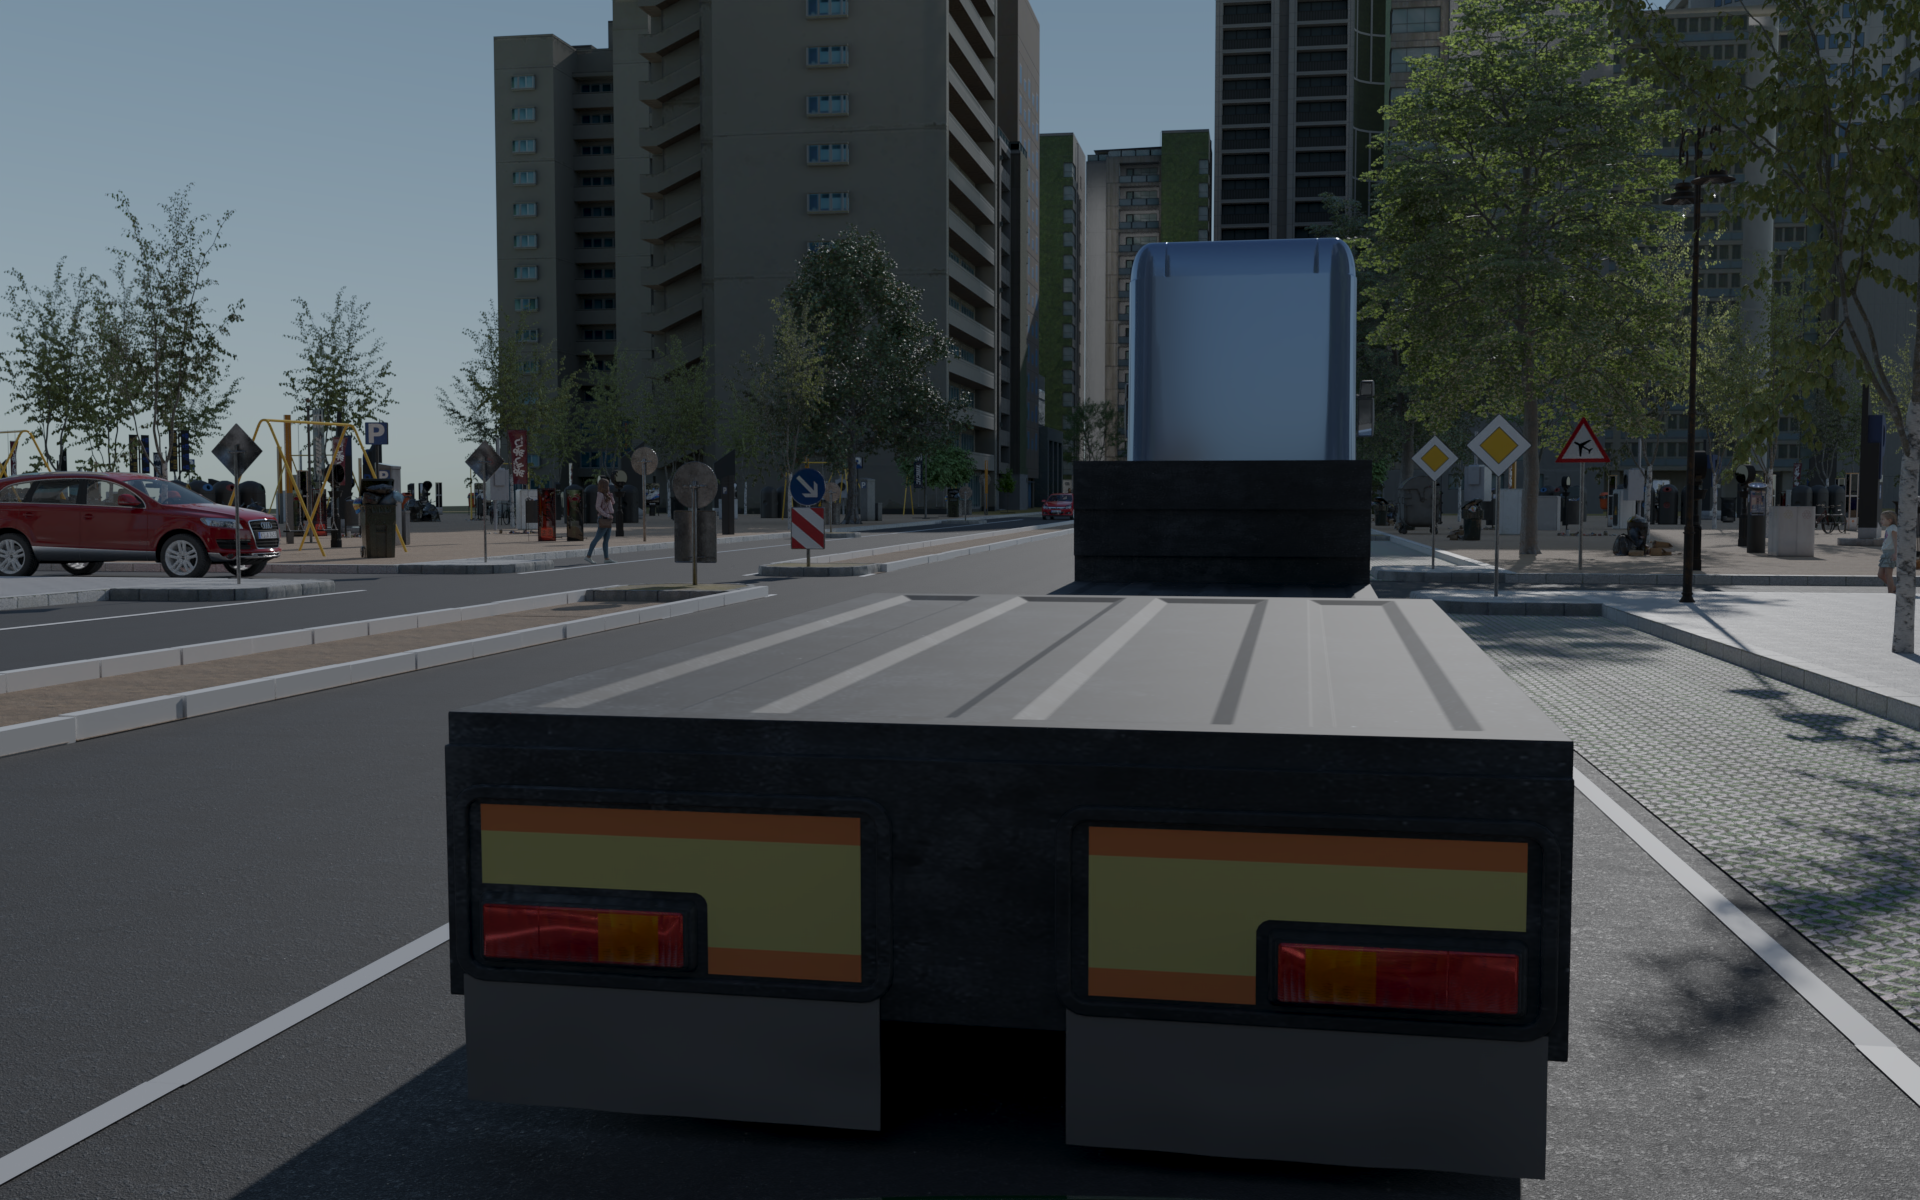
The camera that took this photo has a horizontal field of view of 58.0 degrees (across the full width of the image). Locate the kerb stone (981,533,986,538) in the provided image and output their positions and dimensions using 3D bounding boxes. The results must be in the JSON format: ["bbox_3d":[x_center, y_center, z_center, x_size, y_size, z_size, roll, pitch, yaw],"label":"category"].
[{"bbox_3d":[0.621,-2.061,55.895,0.120,0.150,1.000,1,4,10],"label":"kerb stone"}]

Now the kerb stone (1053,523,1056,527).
[{"bbox_3d":[3.932,-3.234,75.073,0.120,0.150,1.000,1,4,10],"label":"kerb stone"}]

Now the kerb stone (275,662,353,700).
[{"bbox_3d":[-4.731,0.590,12.550,0.120,0.150,1.000,1,4,10],"label":"kerb stone"}]

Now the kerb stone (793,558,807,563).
[{"bbox_3d":[-3.215,-0.701,33.653,0.120,0.150,1.000,1,4,10],"label":"kerb stone"}]

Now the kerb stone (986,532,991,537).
[{"bbox_3d":[0.795,-2.123,56.904,0.120,0.150,1.000,1,4,10],"label":"kerb stone"}]

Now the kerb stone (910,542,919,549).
[{"bbox_3d":[-1.293,-1.381,44.771,0.120,0.150,1.000,1,4,10],"label":"kerb stone"}]

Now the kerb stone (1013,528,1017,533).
[{"bbox_3d":[1.841,-2.491,62.954,0.120,0.150,1.000,1,4,10],"label":"kerb stone"}]

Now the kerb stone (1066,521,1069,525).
[{"bbox_3d":[4.814,-3.541,80.136,0.120,0.150,1.000,1,4,10],"label":"kerb stone"}]

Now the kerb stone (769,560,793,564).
[{"bbox_3d":[-3.394,-0.636,32.644,0.120,0.150,1.000,1,4,10],"label":"kerb stone"}]

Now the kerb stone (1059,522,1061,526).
[{"bbox_3d":[4.286,-3.358,77.093,0.120,0.150,1.000,1,4,10],"label":"kerb stone"}]

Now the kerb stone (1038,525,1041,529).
[{"bbox_3d":[3.057,-2.924,70.023,0.120,0.150,1.000,1,4,10],"label":"kerb stone"}]

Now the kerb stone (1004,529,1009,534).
[{"bbox_3d":[1.496,-2.369,60.936,0.120,0.150,1.000,1,4,10],"label":"kerb stone"}]

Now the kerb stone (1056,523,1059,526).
[{"bbox_3d":[4.109,-3.296,76.080,0.120,0.150,1.000,1,4,10],"label":"kerb stone"}]

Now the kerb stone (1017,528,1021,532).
[{"bbox_3d":[2.016,-2.555,63.963,0.120,0.150,1.000,1,4,10],"label":"kerb stone"}]

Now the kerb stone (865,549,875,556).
[{"bbox_3d":[-2.172,-1.072,39.716,0.120,0.150,1.000,1,4,10],"label":"kerb stone"}]

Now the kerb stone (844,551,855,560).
[{"bbox_3d":[-2.519,-0.941,37.694,0.120,0.150,1.000,1,4,10],"label":"kerb stone"}]

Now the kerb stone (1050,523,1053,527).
[{"bbox_3d":[3.761,-3.167,74.061,0.120,0.150,1.000,1,4,10],"label":"kerb stone"}]

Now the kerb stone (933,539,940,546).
[{"bbox_3d":[-0.766,-1.566,47.800,0.120,0.150,1.000,1,4,10],"label":"kerb stone"}]

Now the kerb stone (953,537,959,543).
[{"bbox_3d":[-0.252,-1.752,50.834,0.120,0.150,1.000,1,4,10],"label":"kerb stone"}]

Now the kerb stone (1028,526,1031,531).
[{"bbox_3d":[2.542,-2.740,66.994,0.120,0.150,1.000,1,4,10],"label":"kerb stone"}]

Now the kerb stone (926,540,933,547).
[{"bbox_3d":[-0.949,-1.504,46.789,0.120,0.150,1.000,1,4,10],"label":"kerb stone"}]

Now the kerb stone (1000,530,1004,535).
[{"bbox_3d":[1.318,-2.305,59.929,0.120,0.150,1.000,1,4,10],"label":"kerb stone"}]

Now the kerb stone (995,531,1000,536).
[{"bbox_3d":[1.149,-2.246,58.917,0.120,0.150,1.000,1,4,10],"label":"kerb stone"}]

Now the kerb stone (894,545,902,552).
[{"bbox_3d":[-1.651,-1.255,42.742,0.120,0.150,1.000,1,4,10],"label":"kerb stone"}]

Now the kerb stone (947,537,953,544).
[{"bbox_3d":[-0.420,-1.689,49.823,0.120,0.150,1.000,1,4,10],"label":"kerb stone"}]

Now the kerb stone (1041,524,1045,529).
[{"bbox_3d":[3.243,-2.987,71.028,0.120,0.150,1.000,1,4,10],"label":"kerb stone"}]

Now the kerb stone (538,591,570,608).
[{"bbox_3d":[-5.243,0.013,21.990,0.120,0.150,1.000,1,4,10],"label":"kerb stone"}]

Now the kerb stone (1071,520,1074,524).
[{"bbox_3d":[5.153,-3.667,82.158,0.120,0.150,1.000,1,4,10],"label":"kerb stone"}]

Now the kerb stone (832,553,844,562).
[{"bbox_3d":[-2.688,-0.886,36.685,0.120,0.150,1.000,1,4,10],"label":"kerb stone"}]

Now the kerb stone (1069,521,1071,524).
[{"bbox_3d":[4.991,-3.606,81.149,0.120,0.150,1.000,1,4,10],"label":"kerb stone"}]

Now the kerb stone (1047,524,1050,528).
[{"bbox_3d":[3.580,-3.103,73.046,0.120,0.150,1.000,1,4,10],"label":"kerb stone"}]

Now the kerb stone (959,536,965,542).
[{"bbox_3d":[-0.080,-1.813,51.842,0.120,0.150,1.000,1,4,10],"label":"kerb stone"}]

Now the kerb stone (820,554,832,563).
[{"bbox_3d":[-2.869,-0.824,35.672,0.120,0.150,1.000,1,4,10],"label":"kerb stone"}]

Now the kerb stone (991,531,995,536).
[{"bbox_3d":[0.965,-2.184,57.912,0.120,0.150,1.000,1,4,10],"label":"kerb stone"}]

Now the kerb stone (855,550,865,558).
[{"bbox_3d":[-2.345,-1.010,38.701,0.120,0.150,1.000,1,4,10],"label":"kerb stone"}]

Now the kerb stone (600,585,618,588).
[{"bbox_3d":[-4.878,-0.106,24.006,0.120,0.150,1.000,1,4,10],"label":"kerb stone"}]

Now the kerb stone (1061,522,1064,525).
[{"bbox_3d":[4.454,-3.412,78.107,0.120,0.150,1.000,1,4,10],"label":"kerb stone"}]

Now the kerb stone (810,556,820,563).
[{"bbox_3d":[-3.044,-0.763,34.665,0.120,0.150,1.000,1,4,10],"label":"kerb stone"}]

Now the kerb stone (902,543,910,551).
[{"bbox_3d":[-1.473,-1.318,43.751,0.120,0.150,1.000,1,4,10],"label":"kerb stone"}]

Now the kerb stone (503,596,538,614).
[{"bbox_3d":[-5.412,0.074,20.982,0.120,0.150,1.000,1,4,10],"label":"kerb stone"}]

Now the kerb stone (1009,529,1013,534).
[{"bbox_3d":[1.668,-2.431,61.944,0.120,0.150,1.000,1,4,10],"label":"kerb stone"}]

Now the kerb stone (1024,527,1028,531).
[{"bbox_3d":[2.371,-2.673,65.977,0.120,0.150,1.000,1,4,10],"label":"kerb stone"}]

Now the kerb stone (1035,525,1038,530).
[{"bbox_3d":[2.887,-2.864,69.015,0.120,0.150,1.000,1,4,10],"label":"kerb stone"}]

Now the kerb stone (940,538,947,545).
[{"bbox_3d":[-0.597,-1.628,48.808,0.120,0.150,1.000,1,4,10],"label":"kerb stone"}]

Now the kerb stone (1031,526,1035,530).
[{"bbox_3d":[2.718,-2.797,68.007,0.120,0.150,1.000,1,4,10],"label":"kerb stone"}]

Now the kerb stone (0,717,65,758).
[{"bbox_3d":[-5.250,0.781,9.515,0.120,0.150,1.000,1,4,10],"label":"kerb stone"}]

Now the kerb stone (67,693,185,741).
[{"bbox_3d":[-5.089,0.713,10.534,0.120,0.150,1.000,1,4,10],"label":"kerb stone"}]

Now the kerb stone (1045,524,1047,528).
[{"bbox_3d":[3.409,-3.047,72.038,0.120,0.150,1.000,1,4,10],"label":"kerb stone"}]

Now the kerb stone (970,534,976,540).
[{"bbox_3d":[0.274,-1.937,53.869,0.120,0.150,1.000,1,4,10],"label":"kerb stone"}]

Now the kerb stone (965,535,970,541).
[{"bbox_3d":[0.095,-1.872,52.863,0.120,0.150,1.000,1,4,10],"label":"kerb stone"}]

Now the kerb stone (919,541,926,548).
[{"bbox_3d":[-1.131,-1.438,45.783,0.120,0.150,1.000,1,4,10],"label":"kerb stone"}]

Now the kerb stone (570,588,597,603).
[{"bbox_3d":[-5.063,-0.049,22.996,0.120,0.150,1.000,1,4,10],"label":"kerb stone"}]

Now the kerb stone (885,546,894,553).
[{"bbox_3d":[-1.824,-1.194,41.731,0.120,0.150,1.000,1,4,10],"label":"kerb stone"}]

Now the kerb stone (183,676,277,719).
[{"bbox_3d":[-4.901,0.652,11.539,0.120,0.150,1.000,1,4,10],"label":"kerb stone"}]

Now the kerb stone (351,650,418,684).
[{"bbox_3d":[-4.560,0.532,13.557,0.120,0.150,1.000,1,4,10],"label":"kerb stone"}]

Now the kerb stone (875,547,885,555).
[{"bbox_3d":[-1.988,-1.130,40.721,0.120,0.150,1.000,1,4,10],"label":"kerb stone"}]

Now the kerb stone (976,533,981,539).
[{"bbox_3d":[0.449,-1.998,54.880,0.120,0.150,1.000,1,4,10],"label":"kerb stone"}]

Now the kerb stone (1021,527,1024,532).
[{"bbox_3d":[2.195,-2.616,64.970,0.120,0.150,1.000,1,4,10],"label":"kerb stone"}]

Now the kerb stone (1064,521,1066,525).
[{"bbox_3d":[4.635,-3.481,79.112,0.120,0.150,1.000,1,4,10],"label":"kerb stone"}]
